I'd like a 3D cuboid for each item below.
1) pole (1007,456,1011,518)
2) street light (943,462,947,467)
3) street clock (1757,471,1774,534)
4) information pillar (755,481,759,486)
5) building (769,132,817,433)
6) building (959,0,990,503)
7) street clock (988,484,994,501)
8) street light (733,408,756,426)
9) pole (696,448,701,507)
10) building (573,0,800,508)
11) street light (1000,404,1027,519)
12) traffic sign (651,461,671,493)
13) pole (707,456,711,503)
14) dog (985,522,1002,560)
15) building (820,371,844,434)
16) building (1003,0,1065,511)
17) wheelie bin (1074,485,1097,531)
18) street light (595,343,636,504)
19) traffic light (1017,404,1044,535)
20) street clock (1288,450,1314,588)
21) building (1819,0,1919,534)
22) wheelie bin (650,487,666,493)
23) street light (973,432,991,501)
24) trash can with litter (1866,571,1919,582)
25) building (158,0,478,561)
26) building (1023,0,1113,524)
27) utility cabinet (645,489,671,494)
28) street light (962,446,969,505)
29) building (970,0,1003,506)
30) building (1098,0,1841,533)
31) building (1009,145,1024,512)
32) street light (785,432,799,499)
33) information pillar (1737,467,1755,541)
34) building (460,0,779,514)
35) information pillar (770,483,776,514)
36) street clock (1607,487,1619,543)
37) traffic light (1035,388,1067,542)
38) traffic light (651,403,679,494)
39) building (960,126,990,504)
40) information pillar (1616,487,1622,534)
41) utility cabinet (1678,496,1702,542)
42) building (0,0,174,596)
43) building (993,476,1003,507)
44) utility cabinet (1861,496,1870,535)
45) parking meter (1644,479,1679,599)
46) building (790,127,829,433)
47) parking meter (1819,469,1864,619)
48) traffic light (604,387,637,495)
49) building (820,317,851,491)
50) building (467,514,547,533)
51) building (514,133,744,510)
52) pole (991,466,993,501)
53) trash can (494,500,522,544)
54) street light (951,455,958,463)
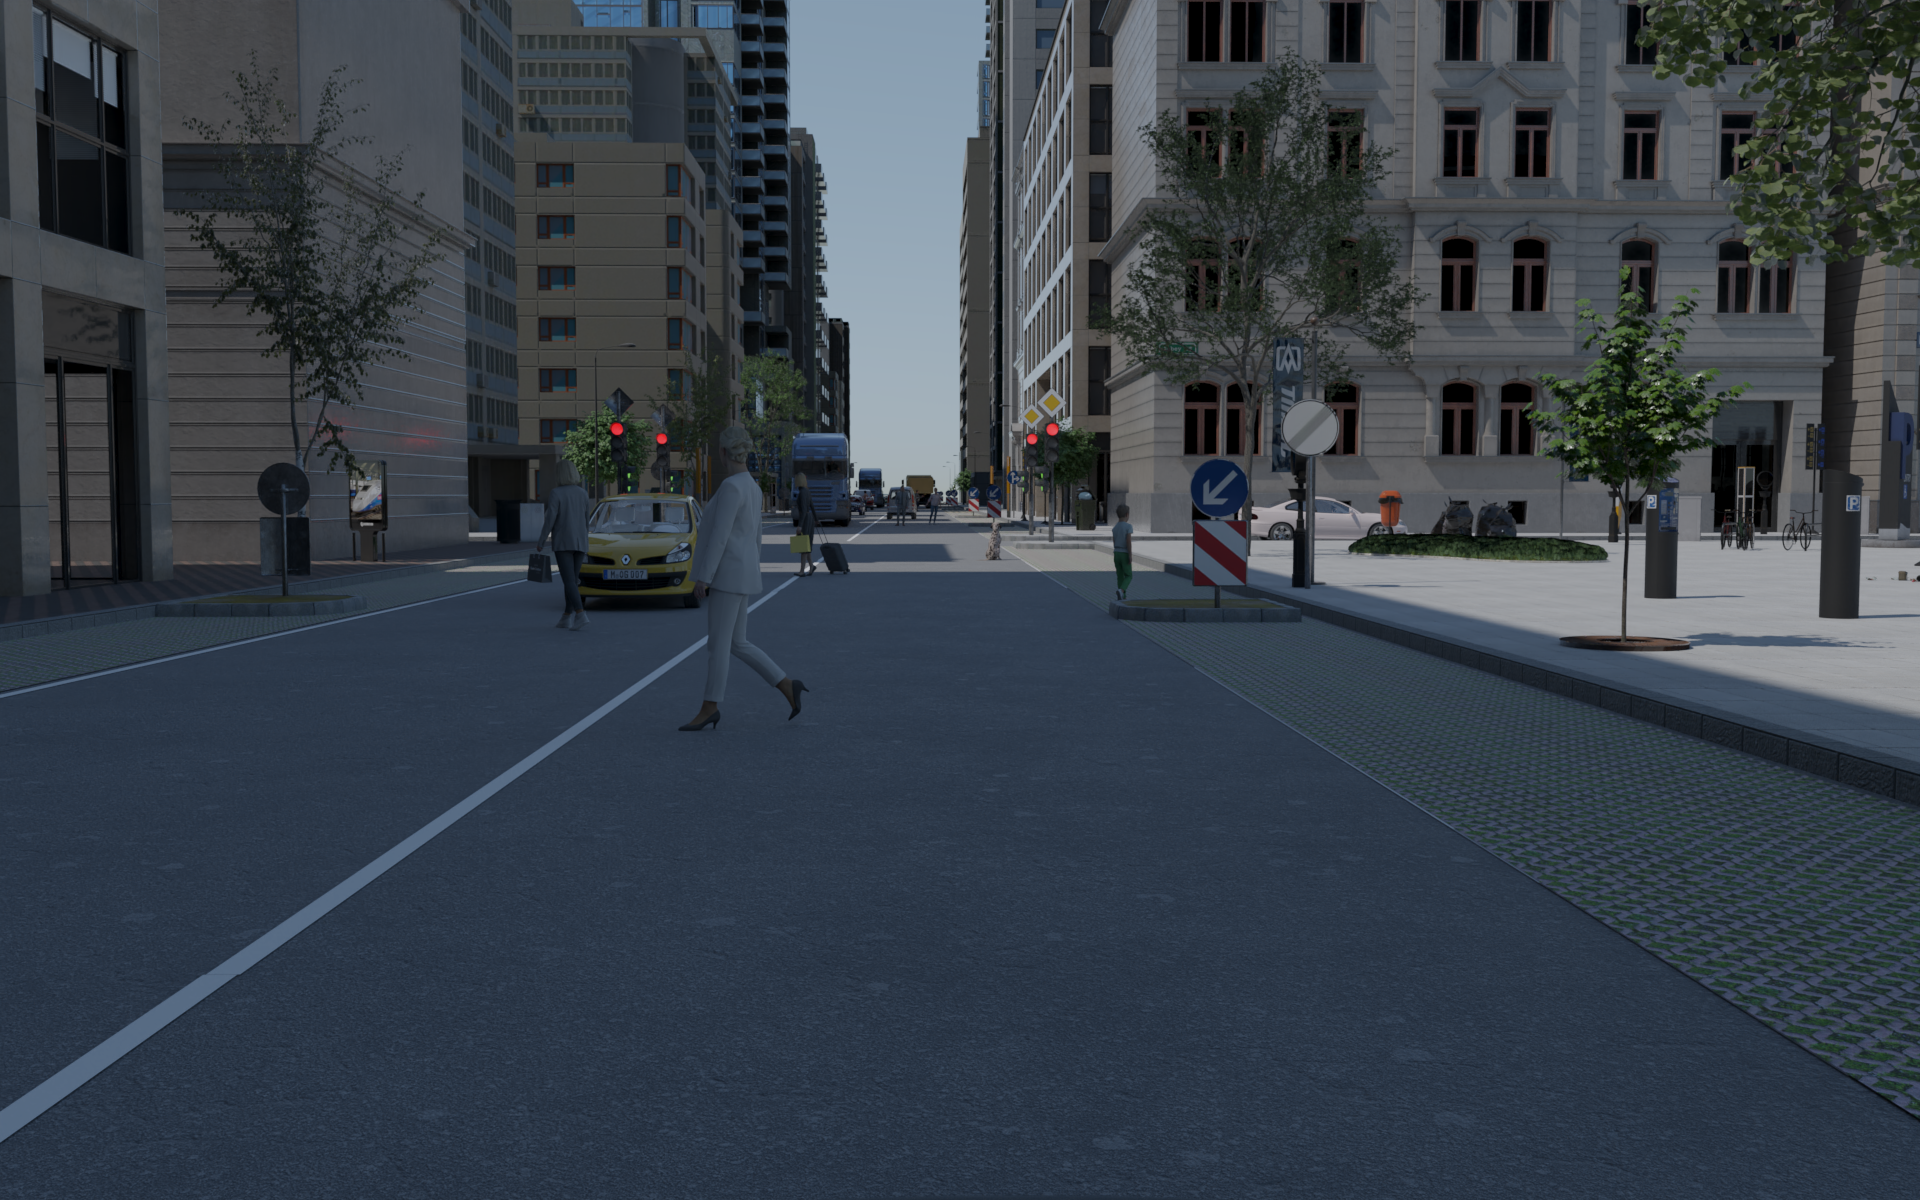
[{"bbox_3d":[2.648,-6.123,93.948,0.158,3.312,0.155,0,3,0],"label":"pole"},{"bbox_3d":[-1.272,-16.886,248.631,1.470,5.913,1.316,0,4,-1],"label":"street light"},{"bbox_3d":[25.558,-3.085,55.010,0.471,2.002,0.358,1,4,19],"label":"street clock"},{"bbox_3d":[-11.885,-5.879,100.617,0.304,2.012,0.304,1,4,11],"label":"information pillar"},{"bbox_3d":[-23.268,-31.032,190.963,14.154,41.232,14.086,0,4,-1],"label":"building"},{"bbox_3d":[11.398,-57.325,249.927,22.319,86.520,31.000,0,4,-1],"label":"building"},{"bbox_3d":[2.190,-7.103,120.696,0.471,2.002,0.358,0,4,1],"label":"street clock"},{"bbox_3d":[-11.643,-7.382,93.238,1.470,5.913,1.316,0,4,-1],"label":"street light"},{"bbox_3d":[-11.519,-5.044,76.319,0.158,3.312,0.155,0,3,0],"label":"pole"},{"bbox_3d":[-26.413,-52.224,166.531,22.319,86.520,31.000,0,4,-1],"label":"building"},{"bbox_3d":[2.754,-7.175,89.859,1.470,5.913,1.316,0,4,-1],"label":"street light"},{"bbox_3d":[-11.139,-3.937,64.480,0.768,2.556,0.104,0,4,3],"label":"traffic sign"},{"bbox_3d":[-13.431,-6.050,92.762,0.158,3.312,0.155,0,3,0],"label":"pole"},{"bbox_3d":[0.630,-1.269,37.578,0.800,0.831,0.513,-2,4,-34],"label":"dog"},{"bbox_3d":[-31.660,-25.243,257.764,27.650,21.520,28.899,0,4,-1],"label":"building"},{"bbox_3d":[14.097,-36.877,144.943,21.231,58.520,28.212,0,4,-1],"label":"building"},{"bbox_3d":[4.400,-3.239,60.870,0.693,1.594,0.980,-1,4,-20],"label":"wheelie bin"},{"bbox_3d":[-10.688,-4.953,53.518,1.470,5.913,1.316,0,4,-1],"label":"street light"},{"bbox_3d":[2.204,-3.973,53.878,0.839,4.253,0.868,0,4,-1],"label":"traffic light"},{"bbox_3d":[4.671,-1.174,23.763,0.358,2.002,0.471,0,4,2],"label":"street clock"},{"bbox_3d":[41.556,-16.132,61.021,25.104,27.353,12.463,0,4,-1],"label":"building"},{"bbox_3d":[-13.888,-4.374,79.426,0.980,1.594,0.693,1,4,19],"label":"wheelie bin"},{"bbox_3d":[1.730,-9.572,129.036,1.470,5.913,1.316,0,4,-1],"label":"street light"},{"bbox_3d":[14.496,-0.867,25.231,2.233,1.210,1.678,3,5,43],"label":"trash can with litter"},{"bbox_3d":[-24.079,-11.998,37.965,24.055,21.916,13.314,0,4,-1],"label":"building"},{"bbox_3d":[13.997,-17.551,91.476,19.350,26.468,34.151,0,4,-1],"label":"building"},{"bbox_3d":[-14.126,-4.424,81.019,1.173,1.500,0.318,1,4,17],"label":"utility cabinet"},{"bbox_3d":[0.898,-11.831,165.982,1.470,5.913,1.316,0,4,-1],"label":"street light"},{"bbox_3d":[11.755,-46.152,192.836,20.563,71.187,20.611,0,4,-1],"label":"building"},{"bbox_3d":[17.187,-16.809,62.211,23.554,28.519,14.401,0,4,-1],"label":"building"},{"bbox_3d":[10.684,-20.366,118.880,13.634,28.700,20.117,0,4,-1],"label":"building"},{"bbox_3d":[-12.540,-9.628,129.961,1.470,5.913,1.316,0,4,-1],"label":"street light"},{"bbox_3d":[21.360,-2.606,47.099,0.304,2.012,0.304,-1,4,-10],"label":"information pillar"},{"bbox_3d":[-31.364,-27.397,139.815,32.217,40.220,23.993,0,4,-1],"label":"building"},{"bbox_3d":[-12.299,-6.691,113.894,0.304,2.012,0.304,-2,4,-31],"label":"information pillar"},{"bbox_3d":[17.271,-2.518,45.735,0.471,2.002,0.358,-2,4,-34],"label":"street clock"},{"bbox_3d":[2.407,-3.485,45.895,0.839,4.253,0.868,0,4,-1],"label":"traffic light"},{"bbox_3d":[-9.153,-3.954,53.574,0.839,4.253,0.868,0,4,-1],"label":"traffic light"},{"bbox_3d":[11.268,-36.750,224.563,21.300,48.544,21.600,0,4,-1],"label":"building"},{"bbox_3d":[20.992,-3.901,55.136,0.183,3.616,0.504,2,4,32],"label":"information pillar"},{"bbox_3d":[19.571,-2.195,47.053,1.020,1.237,0.306,1,4,15],"label":"utility cabinet"},{"bbox_3d":[-21.014,-12.450,8.080,19.350,26.468,34.151,0,4,-1],"label":"building"},{"bbox_3d":[19.383,-29.347,171.698,32.217,40.220,23.993,0,4,-1],"label":"building"},{"bbox_3d":[28.706,-2.681,55.002,0.306,1.237,1.020,2,4,27],"label":"utility cabinet"},{"bbox_3d":[8.629,-0.788,21.295,0.372,1.533,0.369,0,3,0],"label":"parking meter"},{"bbox_3d":[-28.801,-37.172,227.365,23.786,49.044,30.456,0,4,-1],"label":"building"},{"bbox_3d":[9.105,-0.580,17.901,0.372,1.533,0.369,0,3,0],"label":"parking meter"},{"bbox_3d":[-8.950,-3.466,45.592,0.839,4.253,0.868,0,4,-1],"label":"traffic light"},{"bbox_3d":[-24.969,-31.035,279.130,14.160,30.474,14.107,0,4,-1],"label":"building"},{"bbox_3d":[-30.398,-22.797,64.614,32.217,40.220,23.993,0,4,-1],"label":"building"},{"bbox_3d":[-27.732,-15.572,99.645,27.650,21.520,28.899,0,4,-1],"label":"building"},{"bbox_3d":[2.326,-8.075,125.871,0.158,3.312,0.155,0,3,0],"label":"pole"},{"bbox_3d":[-11.714,-2.035,44.927,0.748,1.137,0.748,0,3,0],"label":"trash can"},{"bbox_3d":[-0.116,-14.253,205.571,1.470,5.913,1.316,0,4,-1],"label":"street light"}]
